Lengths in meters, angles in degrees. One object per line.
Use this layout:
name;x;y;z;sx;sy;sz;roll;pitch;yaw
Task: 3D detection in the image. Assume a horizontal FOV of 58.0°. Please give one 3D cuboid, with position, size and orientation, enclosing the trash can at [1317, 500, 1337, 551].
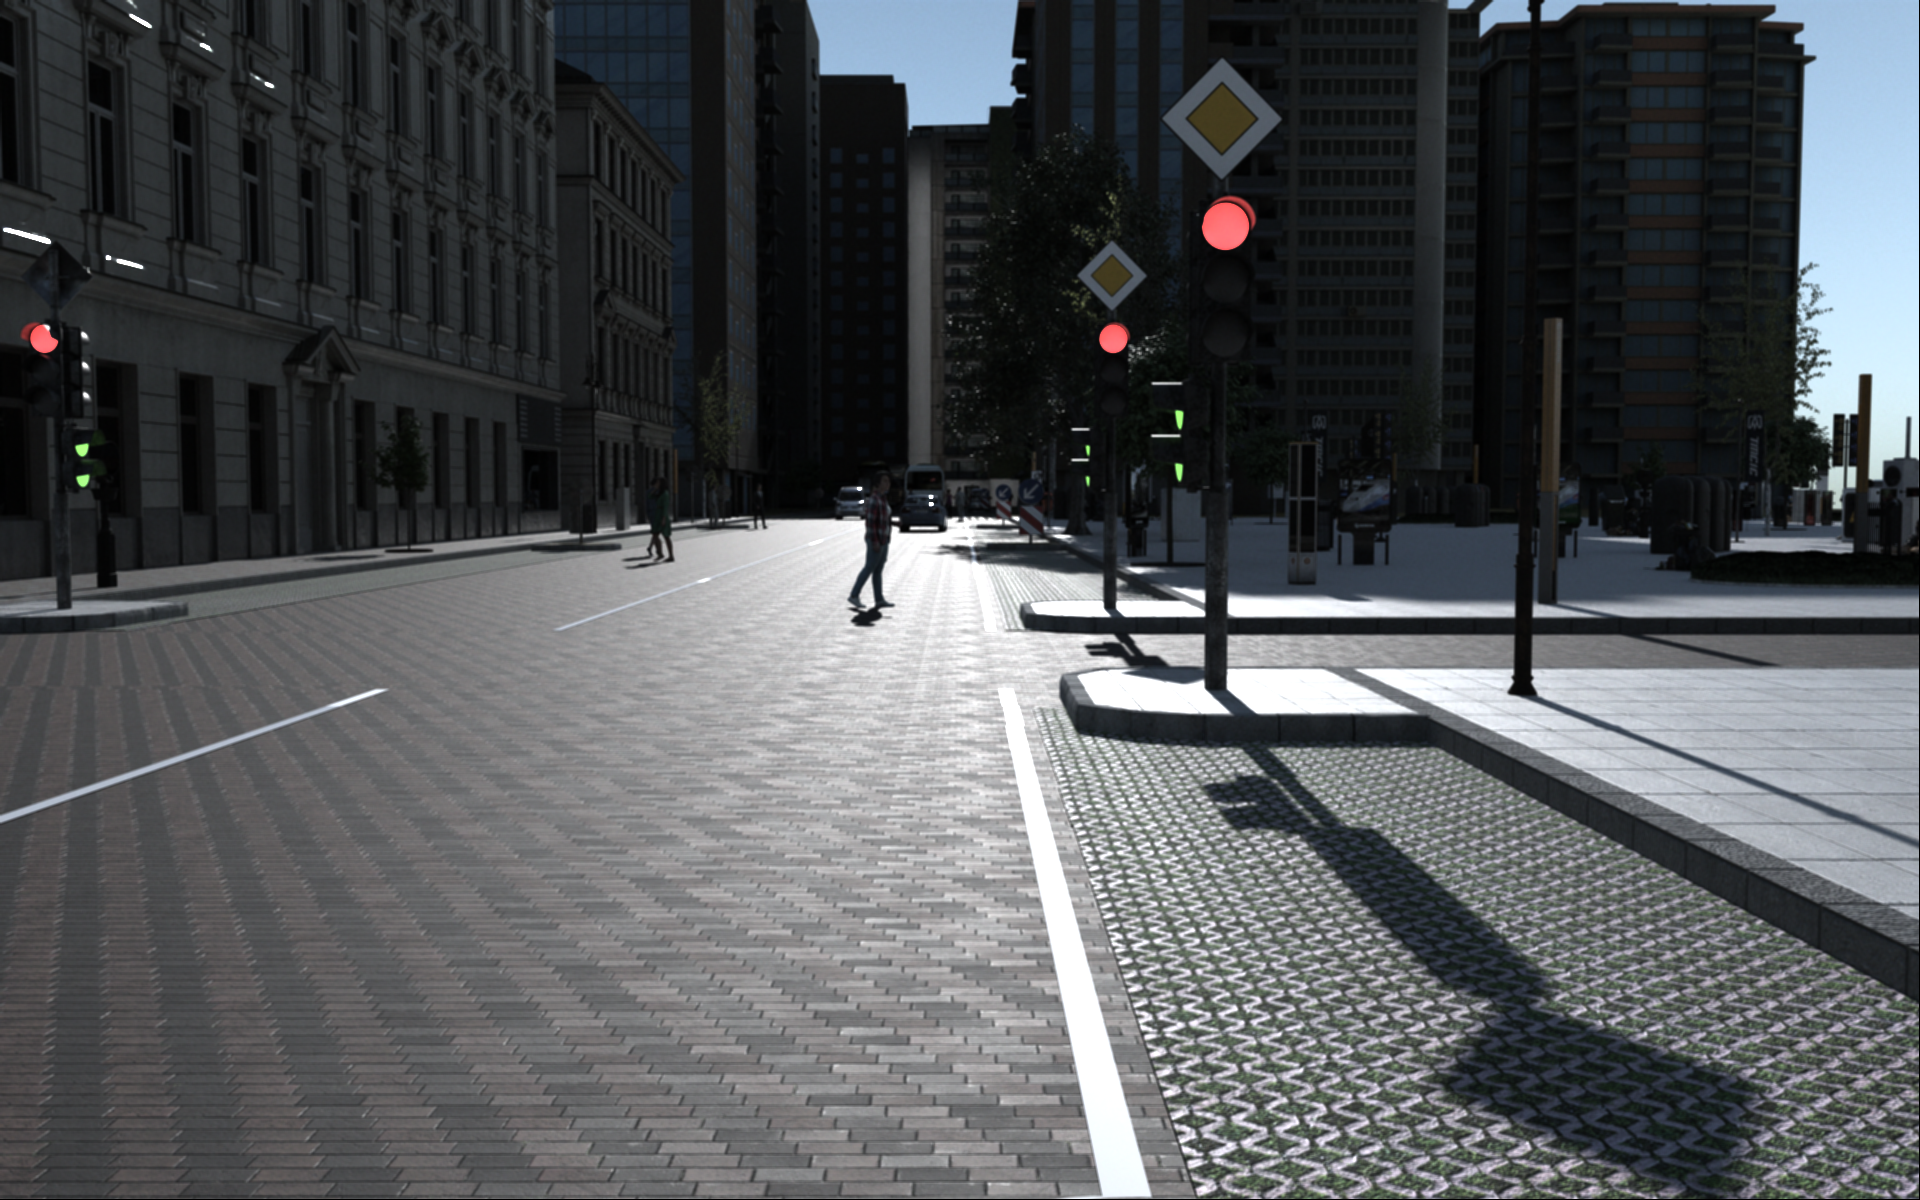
trash can;8.123;-1.678;39.085;0.748;1.137;0.748;0;3;0

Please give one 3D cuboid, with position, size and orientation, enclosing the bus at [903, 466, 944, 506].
bus;-2.457;-7.538;118.109;2.948;3.499;13.247;0;4;-1

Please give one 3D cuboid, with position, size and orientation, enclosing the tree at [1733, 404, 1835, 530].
tree;29.654;-4.787;61.974;4.285;4.588;4.351;0;3;0

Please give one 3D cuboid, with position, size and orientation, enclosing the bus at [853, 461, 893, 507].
bus;-6.583;-8.641;132.833;2.896;3.916;12.252;0;4;-2

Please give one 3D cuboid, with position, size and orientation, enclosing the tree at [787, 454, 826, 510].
tree;-12.501;-9.641;141.351;4.285;4.588;4.351;0;3;0

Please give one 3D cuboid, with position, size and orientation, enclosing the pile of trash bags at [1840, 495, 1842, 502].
pile of trash bags;34.555;-3.402;65.370;1.912;1.369;3.447;3;4;36

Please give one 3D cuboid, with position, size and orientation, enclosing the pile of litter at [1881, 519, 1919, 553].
pile of litter;20.436;-1.404;36.920;1.176;0.858;1.719;0;4;1

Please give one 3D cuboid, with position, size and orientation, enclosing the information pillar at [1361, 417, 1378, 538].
information pillar;11.999;-3.634;50.770;0.504;3.616;0.183;2;4;34

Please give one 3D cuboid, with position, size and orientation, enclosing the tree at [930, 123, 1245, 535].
tree;3.766;-8.377;53.964;9.611;12.733;9.660;0;3;0

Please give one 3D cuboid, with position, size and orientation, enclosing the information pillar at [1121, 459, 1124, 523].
information pillar;7.261;-5.218;76.667;0.183;3.616;0.504;0;4;3

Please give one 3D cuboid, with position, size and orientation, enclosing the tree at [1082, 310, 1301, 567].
tree;3.867;-2.894;31.039;4.285;4.588;4.351;0;3;0

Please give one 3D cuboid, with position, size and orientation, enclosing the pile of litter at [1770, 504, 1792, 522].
pile of litter;37.670;-3.975;78.962;1.176;0.858;1.719;0;4;2

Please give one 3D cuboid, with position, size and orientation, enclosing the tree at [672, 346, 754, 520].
tree;-12.648;-8.360;87.049;4.360;8.622;3.978;0;3;0

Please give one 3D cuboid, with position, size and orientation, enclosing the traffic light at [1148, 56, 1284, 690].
traffic light;1.666;-1.369;11.296;0.839;4.253;0.868;0;3;0

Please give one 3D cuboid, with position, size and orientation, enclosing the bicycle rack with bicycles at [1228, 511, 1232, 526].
bicycle rack with bicycles;9.723;-3.441;69.650;2.852;0.926;2.925;1;4;21

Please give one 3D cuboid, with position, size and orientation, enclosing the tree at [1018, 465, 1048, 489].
tree;4.266;-6.501;100.894;1.663;3.219;1.824;0;3;0

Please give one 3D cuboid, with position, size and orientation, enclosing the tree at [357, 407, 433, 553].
tree;-12.224;-2.683;38.476;1.663;3.219;1.824;0;3;0

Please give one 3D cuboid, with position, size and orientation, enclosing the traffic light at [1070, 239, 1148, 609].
traffic light;1.661;-1.857;19.281;0.839;4.253;0.868;0;3;0

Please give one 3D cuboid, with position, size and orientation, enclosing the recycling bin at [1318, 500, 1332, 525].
recycling bin;14.864;-3.600;71.410;0.722;1.027;0.722;0;4;-8

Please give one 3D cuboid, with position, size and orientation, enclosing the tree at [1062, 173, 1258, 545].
tree;4.513;-5.507;40.407;4.360;8.622;3.978;0;3;0

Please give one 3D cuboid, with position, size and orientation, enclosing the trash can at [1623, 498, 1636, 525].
trash can;23.693;-3.065;61.764;0.748;1.137;0.748;0;3;0

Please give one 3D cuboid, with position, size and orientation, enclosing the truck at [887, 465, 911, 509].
truck;-6.076;-10.868;166.604;2.839;4.237;11.283;0;4;2

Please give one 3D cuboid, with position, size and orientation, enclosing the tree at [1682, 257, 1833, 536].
tree;24.618;-6.275;52.963;4.737;8.622;4.395;0;3;0

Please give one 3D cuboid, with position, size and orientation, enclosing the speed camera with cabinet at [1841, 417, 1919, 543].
speed camera with cabinet;23.921;-3.100;45.023;0.660;3.252;2.038;-1;4;-15

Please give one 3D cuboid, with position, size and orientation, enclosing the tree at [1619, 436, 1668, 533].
tree;22.844;-3.816;56.996;1.663;3.219;1.824;0;3;0

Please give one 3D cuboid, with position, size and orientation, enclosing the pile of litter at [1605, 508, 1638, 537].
pile of litter;20.318;-2.396;53.134;1.719;0.858;1.176;-3;4;-37

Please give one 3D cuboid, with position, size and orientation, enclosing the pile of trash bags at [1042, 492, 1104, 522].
pile of trash bags;5.505;-4.396;81.630;3.447;1.369;1.912;1;4;11

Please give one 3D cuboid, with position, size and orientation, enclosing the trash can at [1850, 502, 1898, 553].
trash can;16.132;-1.159;30.610;0.748;1.137;0.748;0;3;0

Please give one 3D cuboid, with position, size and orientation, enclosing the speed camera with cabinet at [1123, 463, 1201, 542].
speed camera with cabinet;5.458;-3.209;46.796;2.038;3.252;0.660;-1;4;-9

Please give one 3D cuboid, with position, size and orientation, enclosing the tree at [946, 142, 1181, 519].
tree;5.620;-14.414;91.550;12.611;20.169;13.585;0;3;0

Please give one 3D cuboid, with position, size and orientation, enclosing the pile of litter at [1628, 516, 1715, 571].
pile of litter;12.345;-0.927;29.123;1.176;0.858;1.719;-1;4;-16

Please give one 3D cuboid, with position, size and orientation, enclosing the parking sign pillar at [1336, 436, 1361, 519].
parking sign pillar;18.268;-5.637;80.638;1.447;3.967;1.447;0;4;-2

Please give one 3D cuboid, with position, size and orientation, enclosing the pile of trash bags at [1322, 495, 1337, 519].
pile of trash bags;19.082;-4.862;89.241;1.912;1.369;3.447;-3;5;-40

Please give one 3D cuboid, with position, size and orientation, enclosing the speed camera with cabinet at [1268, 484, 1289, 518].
speed camera with cabinet;17.771;-6.107;94.185;2.038;3.252;0.660;-1;4;-19

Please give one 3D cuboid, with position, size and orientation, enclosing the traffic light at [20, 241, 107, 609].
traffic light;-10.001;-1.855;19.258;0.839;4.253;0.868;0;3;0

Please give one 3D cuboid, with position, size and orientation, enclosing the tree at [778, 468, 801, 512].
tree;-12.281;-7.973;124.962;1.663;3.219;1.824;0;3;0

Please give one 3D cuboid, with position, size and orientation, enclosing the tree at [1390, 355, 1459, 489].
tree;24.303;-8.665;92.041;4.737;8.622;4.395;0;3;0

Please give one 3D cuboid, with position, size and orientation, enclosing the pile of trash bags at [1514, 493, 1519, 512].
pile of trash bags;29.704;-4.925;90.268;1.912;1.369;3.447;2;4;35

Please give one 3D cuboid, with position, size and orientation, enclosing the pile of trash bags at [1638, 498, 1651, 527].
pile of trash bags;27.687;-3.517;67.251;1.912;1.369;3.447;0;4;0

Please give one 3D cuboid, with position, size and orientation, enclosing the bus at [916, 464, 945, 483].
bus;-2.692;-9.020;139.022;2.896;3.916;12.252;0;4;0

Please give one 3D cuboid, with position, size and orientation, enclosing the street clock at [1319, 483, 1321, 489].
street clock;17.886;-5.039;86.963;0.471;2.002;0.358;1;4;19

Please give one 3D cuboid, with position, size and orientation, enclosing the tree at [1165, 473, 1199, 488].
tree;9.670;-4.860;74.056;1.663;3.219;1.824;0;3;0

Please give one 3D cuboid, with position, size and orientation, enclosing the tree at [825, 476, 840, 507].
tree;-12.932;-10.821;171.530;1.663;3.219;1.824;0;3;0

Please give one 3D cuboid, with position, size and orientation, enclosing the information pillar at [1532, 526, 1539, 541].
information pillar;15.560;-2.602;47.033;0.304;2.012;0.304;2;4;32

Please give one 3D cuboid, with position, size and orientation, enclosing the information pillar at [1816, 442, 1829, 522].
information pillar;38.936;-5.310;78.178;0.504;3.616;0.183;1;4;14

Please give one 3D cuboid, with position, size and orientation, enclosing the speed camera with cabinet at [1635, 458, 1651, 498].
speed camera with cabinet;37.589;-6.080;93.748;0.660;3.252;2.038;-2;4;-33
